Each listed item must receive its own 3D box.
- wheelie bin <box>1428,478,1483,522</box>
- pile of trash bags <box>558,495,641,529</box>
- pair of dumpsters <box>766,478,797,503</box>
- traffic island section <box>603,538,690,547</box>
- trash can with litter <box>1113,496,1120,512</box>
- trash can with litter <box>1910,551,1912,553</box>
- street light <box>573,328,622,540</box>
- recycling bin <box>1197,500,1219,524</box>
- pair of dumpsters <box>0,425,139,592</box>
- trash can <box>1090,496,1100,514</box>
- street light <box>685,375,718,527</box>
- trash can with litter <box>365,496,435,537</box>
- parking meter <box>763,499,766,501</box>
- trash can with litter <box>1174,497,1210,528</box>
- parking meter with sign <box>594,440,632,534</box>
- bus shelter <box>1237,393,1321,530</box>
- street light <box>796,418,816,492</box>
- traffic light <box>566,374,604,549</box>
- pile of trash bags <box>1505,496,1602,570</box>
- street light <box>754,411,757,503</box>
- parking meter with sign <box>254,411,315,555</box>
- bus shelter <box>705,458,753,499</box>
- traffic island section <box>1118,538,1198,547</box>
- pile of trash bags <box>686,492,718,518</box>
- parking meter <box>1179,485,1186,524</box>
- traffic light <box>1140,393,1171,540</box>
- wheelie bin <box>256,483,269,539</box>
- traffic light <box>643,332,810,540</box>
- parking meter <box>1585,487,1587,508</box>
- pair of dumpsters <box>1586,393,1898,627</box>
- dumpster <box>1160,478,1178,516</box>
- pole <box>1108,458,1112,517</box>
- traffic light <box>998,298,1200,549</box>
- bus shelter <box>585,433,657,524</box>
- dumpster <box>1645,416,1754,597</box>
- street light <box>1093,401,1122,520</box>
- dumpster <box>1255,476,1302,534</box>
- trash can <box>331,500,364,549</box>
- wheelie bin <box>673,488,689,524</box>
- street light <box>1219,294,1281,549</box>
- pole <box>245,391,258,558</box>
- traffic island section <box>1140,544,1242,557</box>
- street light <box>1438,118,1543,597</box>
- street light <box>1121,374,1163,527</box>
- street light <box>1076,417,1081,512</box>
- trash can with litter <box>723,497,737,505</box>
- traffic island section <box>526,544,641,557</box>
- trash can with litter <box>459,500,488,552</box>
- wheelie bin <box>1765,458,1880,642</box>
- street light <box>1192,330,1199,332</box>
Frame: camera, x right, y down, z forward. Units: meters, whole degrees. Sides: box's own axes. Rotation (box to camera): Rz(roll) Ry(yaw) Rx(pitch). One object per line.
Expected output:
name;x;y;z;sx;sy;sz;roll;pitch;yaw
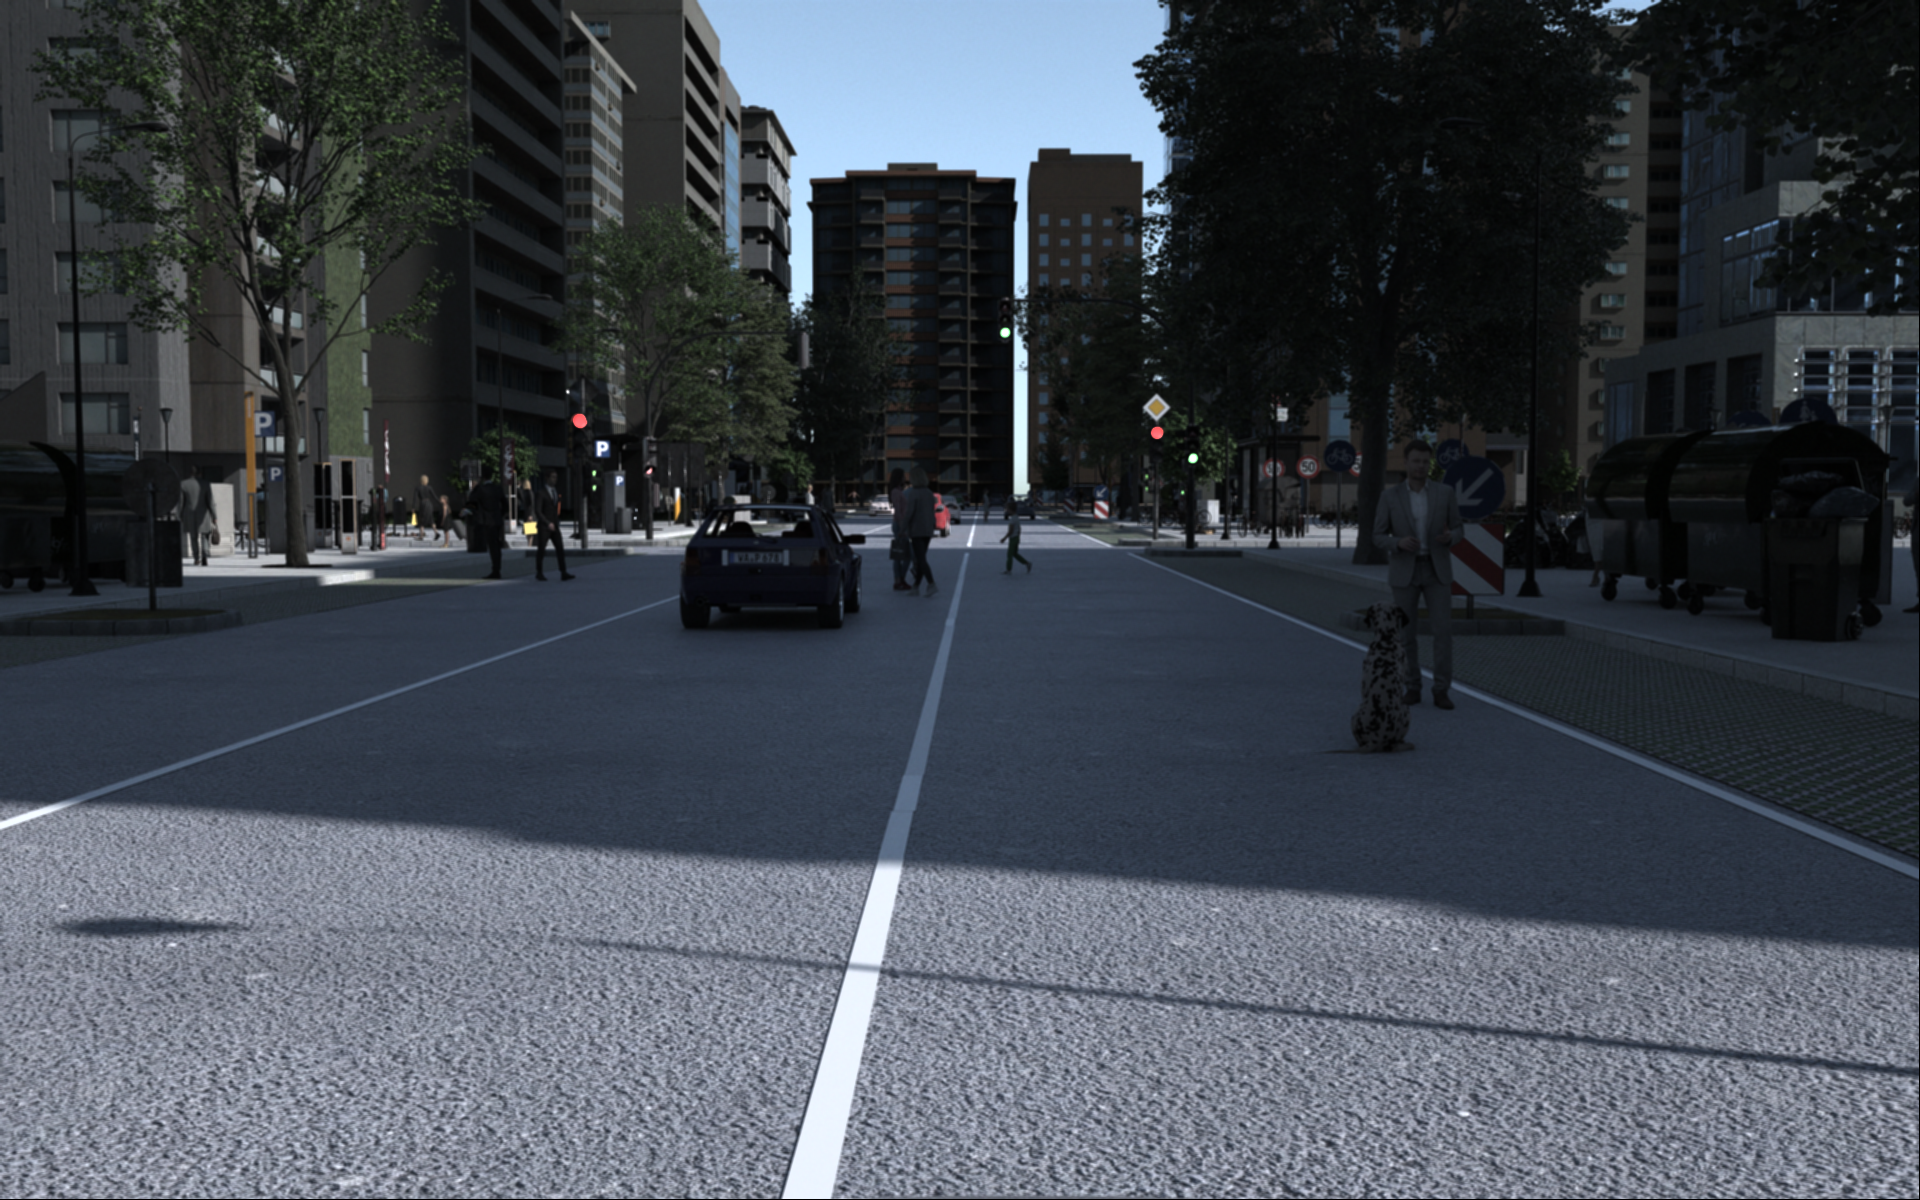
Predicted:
wheelie bin;8.543;-1.314;29.392;0.980;1.594;0.693;2;4;27
pile of trash bags;-13.596;-3.316;63.975;3.447;1.369;1.912;-1;4;-21
pair of dumpsters;-10.619;-6.101;102.241;1.574;2.255;4.437;0;4;1
traffic island section;-8.743;-1.615;48.683;2.009;0.180;2.903;0;4;1
trash can with litter;10.976;-6.862;123.254;2.233;1.210;1.678;0;4;6
trash can with litter;20.376;-1.503;35.959;1.055;1.170;0.624;-1;4;-11
street light;-10.151;-4.649;48.552;1.470;5.913;1.316;0;4;1
recycling bin;10.520;-3.734;73.600;0.722;1.027;0.722;-3;4;-37
pair of dumpsters;-12.510;-1.256;23.027;1.574;2.255;4.437;0;4;1
trash can;8.577;-5.966;109.205;0.748;1.137;0.748;0;3;0
street light;-10.015;-5.810;67.531;1.470;5.913;1.316;0;4;1
trash can with litter;-16.631;-2.503;51.981;2.233;1.210;1.678;2;4;31
parking meter;-12.135;-6.119;108.459;0.372;1.533;0.369;0;3;0
trash can with litter;8.955;-3.340;65.663;1.678;1.210;2.233;0;4;7
parking meter with sign;-11.150;-3.645;55.861;0.543;3.016;1.738;-3;4;-39
bus shelter;11.884;-5.411;66.106;2.179;5.291;8.768;0;4;1
street light;-9.478;-8.167;106.072;1.470;5.913;1.316;0;4;1
traffic light;-8.804;-3.159;40.564;0.839;4.253;0.868;0;4;1
pile of trash bags;11.021;-1.286;30.779;1.912;1.369;3.447;3;5;41
street light;-9.688;-6.973;86.554;1.470;5.913;1.316;0;4;1
parking meter with sign;-14.496;-2.504;37.208;0.543;3.016;1.738;0;4;7
bus shelter;-13.313;-6.487;99.987;2.014;3.302;5.546;0;4;1
traffic island section;5.497;-1.604;48.500;2.009;0.180;2.903;0;4;1
pile of trash bags;-13.471;-5.124;93.522;3.447;1.369;1.912;0;4;-2
parking meter;9.677;-4.226;74.813;0.255;1.863;0.399;-3;5;-43
traffic light;5.457;-3.637;48.387;0.839;4.253;0.868;0;4;1
wheelie bin;-19.979;-2.563;49.819;0.693;1.594;0.980;-3;4;-38
traffic light;-6.611;-4.519;48.557;4.771;5.953;1.251;0;4;1
parking meter;19.189;-2.706;52.655;0.372;1.533;0.369;0;3;0
pair of dumpsters;8.313;-0.995;18.756;1.574;2.255;4.437;0;4;1
dumpster;12.485;-6.108;102.355;1.502;2.255;1.985;0;4;1
pole;8.536;-6.417;98.769;0.158;3.312;0.155;0;3;0
traffic light;3.264;-4.013;40.287;4.771;5.953;1.251;0;4;1
bus shelter;-13.569;-4.791;69.613;1.731;3.624;6.357;0;4;1
dumpster;9.778;-1.217;22.386;1.502;2.255;1.985;0;4;1
street light;7.472;-6.941;86.018;1.470;5.913;1.316;0;4;1
dumpster;10.251;-3.052;55.665;1.264;1.857;1.865;0;4;1
trash can;-14.391;-1.778;40.724;0.748;1.137;0.748;0;3;0
wheelie bin;-11.961;-4.064;74.354;0.693;1.594;0.980;-1;4;-15
street light;6.795;-4.144;40.301;1.470;5.913;1.316;0;4;1
pole;-14.129;-2.488;34.524;0.158;3.312;0.155;0;3;0
traffic island section;5.396;-1.115;40.516;2.009;0.180;2.903;0;4;1
street light;6.604;-2.998;21.556;1.470;5.913;1.316;0;4;1
street light;7.171;-5.794;67.274;1.470;5.913;1.316;0;4;1
street light;7.679;-8.087;104.763;1.470;5.913;1.316;0;4;1
trash can with litter;-10.154;-3.966;76.228;0.624;1.170;1.055;0;4;1
traffic island section;-8.844;-1.126;40.699;2.009;0.180;2.903;0;4;1
trash can with litter;-10.683;-1.639;38.183;0.624;1.170;1.055;-1;4;-12
wheelie bin;7.566;-0.450;15.266;0.693;1.594;0.980;-3;5;-42
street light;6.938;-4.648;48.529;1.470;5.913;1.316;0;4;1
